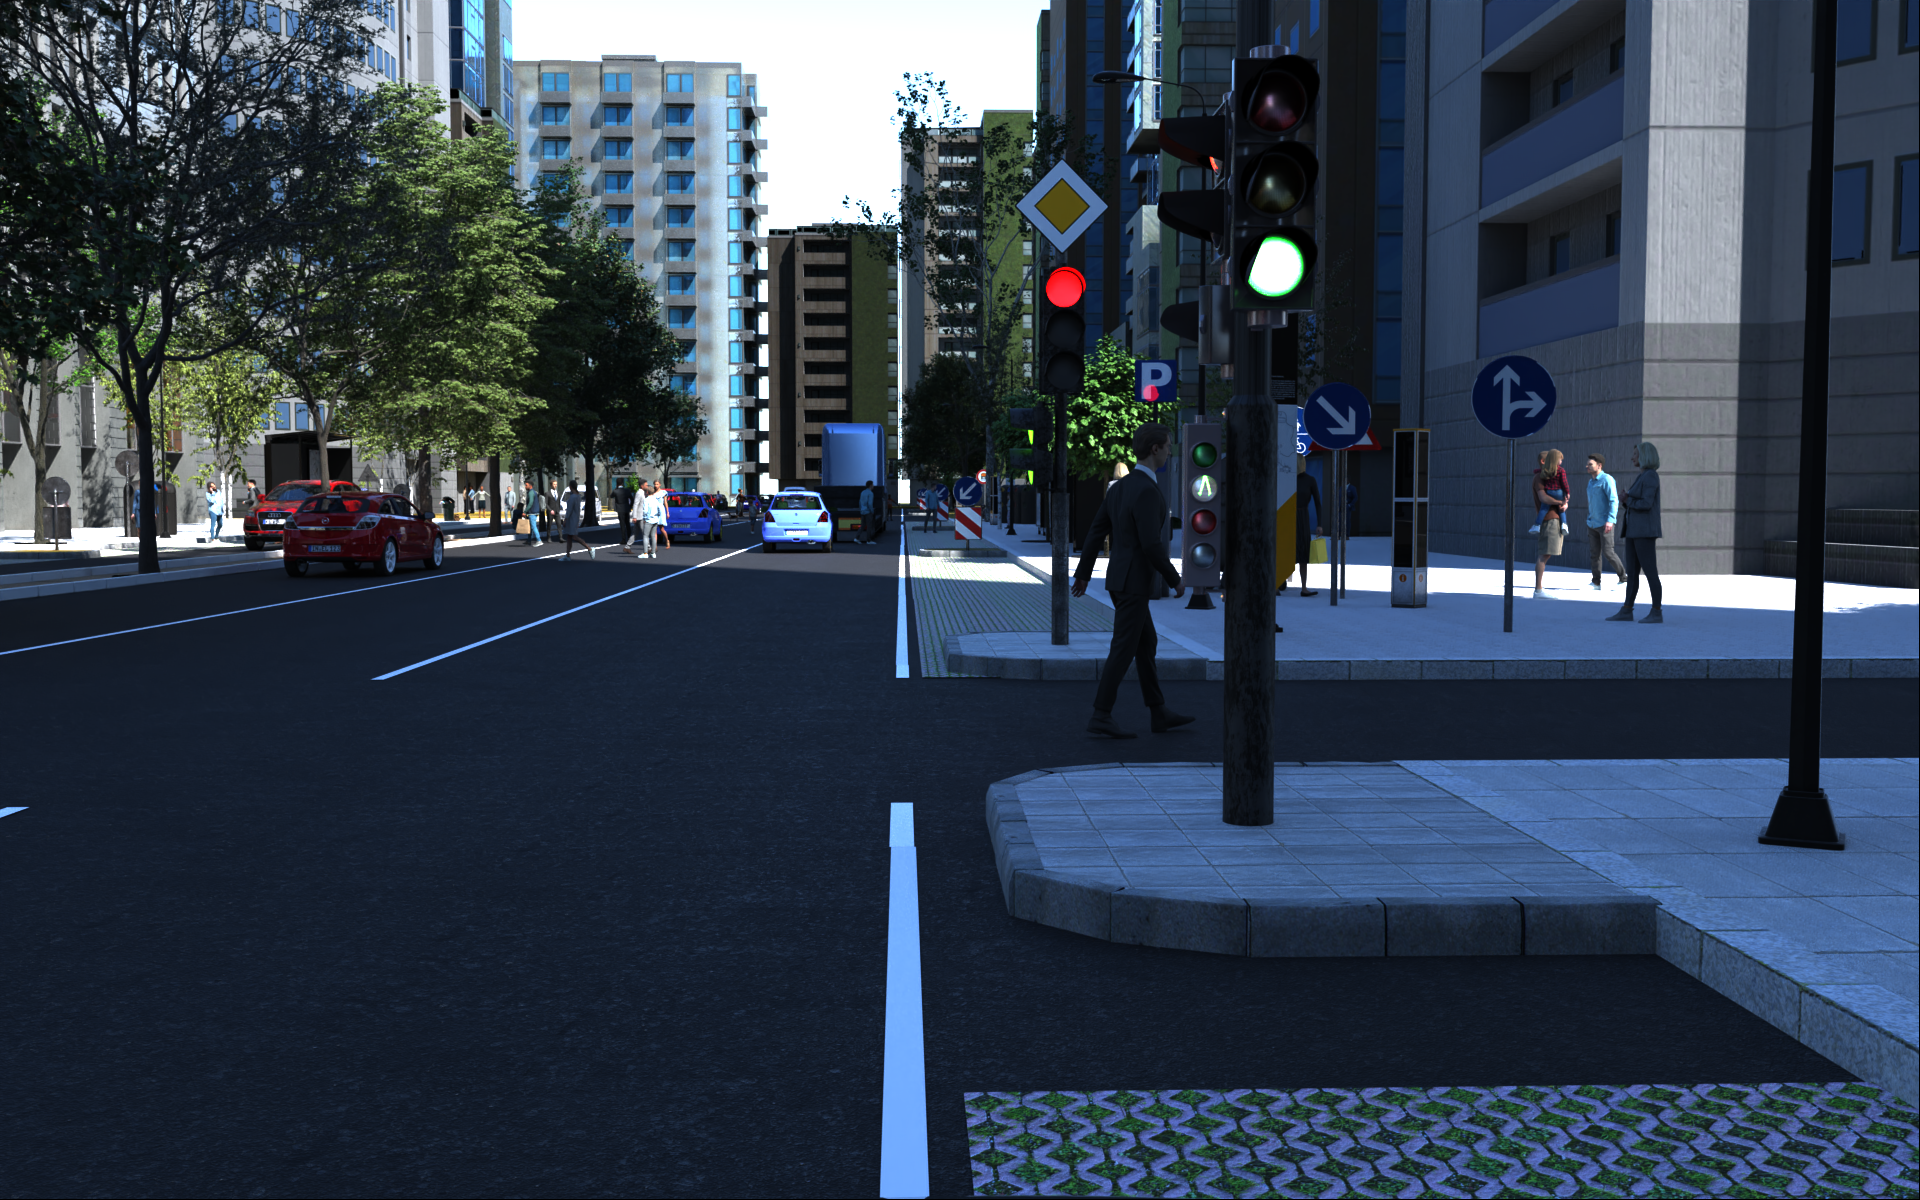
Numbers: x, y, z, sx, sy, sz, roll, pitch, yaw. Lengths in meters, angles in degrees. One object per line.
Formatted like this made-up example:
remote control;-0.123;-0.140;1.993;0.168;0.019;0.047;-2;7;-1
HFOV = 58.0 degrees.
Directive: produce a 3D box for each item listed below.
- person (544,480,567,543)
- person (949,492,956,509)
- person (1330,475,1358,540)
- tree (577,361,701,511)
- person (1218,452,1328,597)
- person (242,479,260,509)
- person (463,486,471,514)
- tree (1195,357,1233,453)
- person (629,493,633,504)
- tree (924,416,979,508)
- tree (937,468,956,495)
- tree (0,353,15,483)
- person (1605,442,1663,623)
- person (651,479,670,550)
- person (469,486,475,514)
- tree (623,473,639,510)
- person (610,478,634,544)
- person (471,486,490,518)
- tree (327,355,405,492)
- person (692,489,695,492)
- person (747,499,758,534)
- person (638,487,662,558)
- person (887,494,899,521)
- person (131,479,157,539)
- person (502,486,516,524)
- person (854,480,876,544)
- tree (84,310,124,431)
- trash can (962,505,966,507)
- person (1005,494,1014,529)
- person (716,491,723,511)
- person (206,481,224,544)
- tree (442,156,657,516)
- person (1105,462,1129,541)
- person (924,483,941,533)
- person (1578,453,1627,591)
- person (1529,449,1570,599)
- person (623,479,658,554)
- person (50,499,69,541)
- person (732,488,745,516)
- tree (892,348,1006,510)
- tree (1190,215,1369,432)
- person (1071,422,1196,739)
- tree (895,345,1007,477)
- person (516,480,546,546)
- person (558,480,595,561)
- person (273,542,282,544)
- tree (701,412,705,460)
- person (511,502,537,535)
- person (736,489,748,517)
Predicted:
person;-11.775;-2.576;50.393;0.755;1.850;0.659;3;5;45
person;-0.516;-8.600;146.283;1.348;1.869;0.705;-3;4;-37
person;10.703;-2.564;48.152;0.721;1.800;0.419;3;5;42
tree;-26.675;-12.601;131.777;9.928;11.665;9.643;0;3;0
person;4.017;-0.964;22.020;0.699;1.804;1.509;-2;4;-28
person;-19.957;-2.474;48.763;0.447;1.846;0.655;-1;4;-10
person;-31.776;-6.450;111.505;0.705;1.823;1.348;0;4;1
tree;11.401;-7.356;70.638;4.737;8.622;4.395;0;3;0
person;-30.127;-9.245;157.875;0.551;1.740;0.621;-3;4;-38
tree;-1.125;-14.926;162.166;7.486;12.596;7.792;0;3;0
tree;-0.925;-8.216;128.931;1.663;3.219;1.824;0;3;0
tree;-29.070;-6.094;50.005;4.737;8.622;4.395;0;3;0
person;6.752;-0.676;17.272;0.526;1.800;0.537;1;4;16
person;-7.761;-2.193;44.446;0.616;1.811;0.778;1;4;20
person;-32.184;-6.608;114.069;0.705;1.826;1.348;1;4;10
tree;-26.757;-9.055;142.656;1.663;3.219;1.824;0;3;0
person;-9.634;-2.538;49.355;0.648;1.900;0.474;-3;5;-44
person;-25.931;-5.330;93.978;1.217;1.735;0.721;-2;4;-26
tree;-28.158;-8.134;83.349;4.737;8.622;4.395;0;3;0
person;-17.133;-6.285;111.988;0.721;1.736;1.217;-2;4;-27
person;-7.431;-2.993;62.121;0.352;1.250;0.332;-2;4;-23
person;-6.972;-1.754;38.988;0.330;1.601;0.589;3;5;42
person;-3.800;-4.994;93.413;1.065;1.426;0.557;-1;4;-12
person;-20.237;-2.107;42.970;0.581;1.822;0.654;-1;4;-18
person;-21.754;-4.589;83.627;0.635;1.810;0.391;1;4;10
person;-2.721;-2.509;49.546;0.620;1.820;0.660;-3;5;-40
tree;-29.433;-6.874;62.746;4.737;8.622;4.395;0;3;0
trash can;0.403;-4.638;87.492;0.748;1.137;0.748;0;3;0
person;1.824;-3.296;64.217;0.394;1.301;0.425;-1;4;-8
person;-20.266;-8.296;145.070;0.756;1.711;0.436;3;5;43
person;-21.410;-2.507;49.762;0.793;1.790;0.793;-1;4;-15
tree;-23.868;-14.757;97.169;12.611;20.169;13.585;0;3;0
person;2.583;-1.363;28.518;0.709;1.800;0.728;0;4;1
person;-1.030;-3.364;63.370;0.638;1.841;0.748;-2;4;-24
person;8.568;-1.034;22.963;0.620;1.820;0.660;-1;4;-12
person;7.229;-0.933;21.272;0.573;1.828;0.580;-1;4;-19
person;-7.624;-1.989;41.291;0.850;1.792;0.678;0;4;-7
person;-24.829;-2.489;47.404;0.598;1.740;0.731;3;5;42
person;-14.169;-6.280;111.268;0.705;1.814;1.350;2;4;31
tree;-1.018;-13.404;136.163;9.611;12.733;9.660;0;3;0
tree;7.167;-5.514;40.517;4.360;8.622;3.978;0;3;0
person;1.094;-0.121;10.257;0.755;1.850;0.659;-1;4;-16
tree;0.189;-10.629;108.195;7.601;10.594;8.767;2;4;30
person;-11.689;-2.364;47.138;0.713;1.824;0.794;1;4;15
person;-8.220;-1.701;37.062;0.760;1.731;0.466;-2;4;-26
person;-19.374;-2.516;49.815;0.721;1.800;0.419;-1;4;-12
tree;-28.014;-14.628;164.918;9.928;11.665;9.643;0;3;0
person;-15.341;-2.833;60.321;1.012;1.151;0.738;2;4;31
person;-13.598;-6.043;108.124;0.721;1.723;1.217;2;4;31
